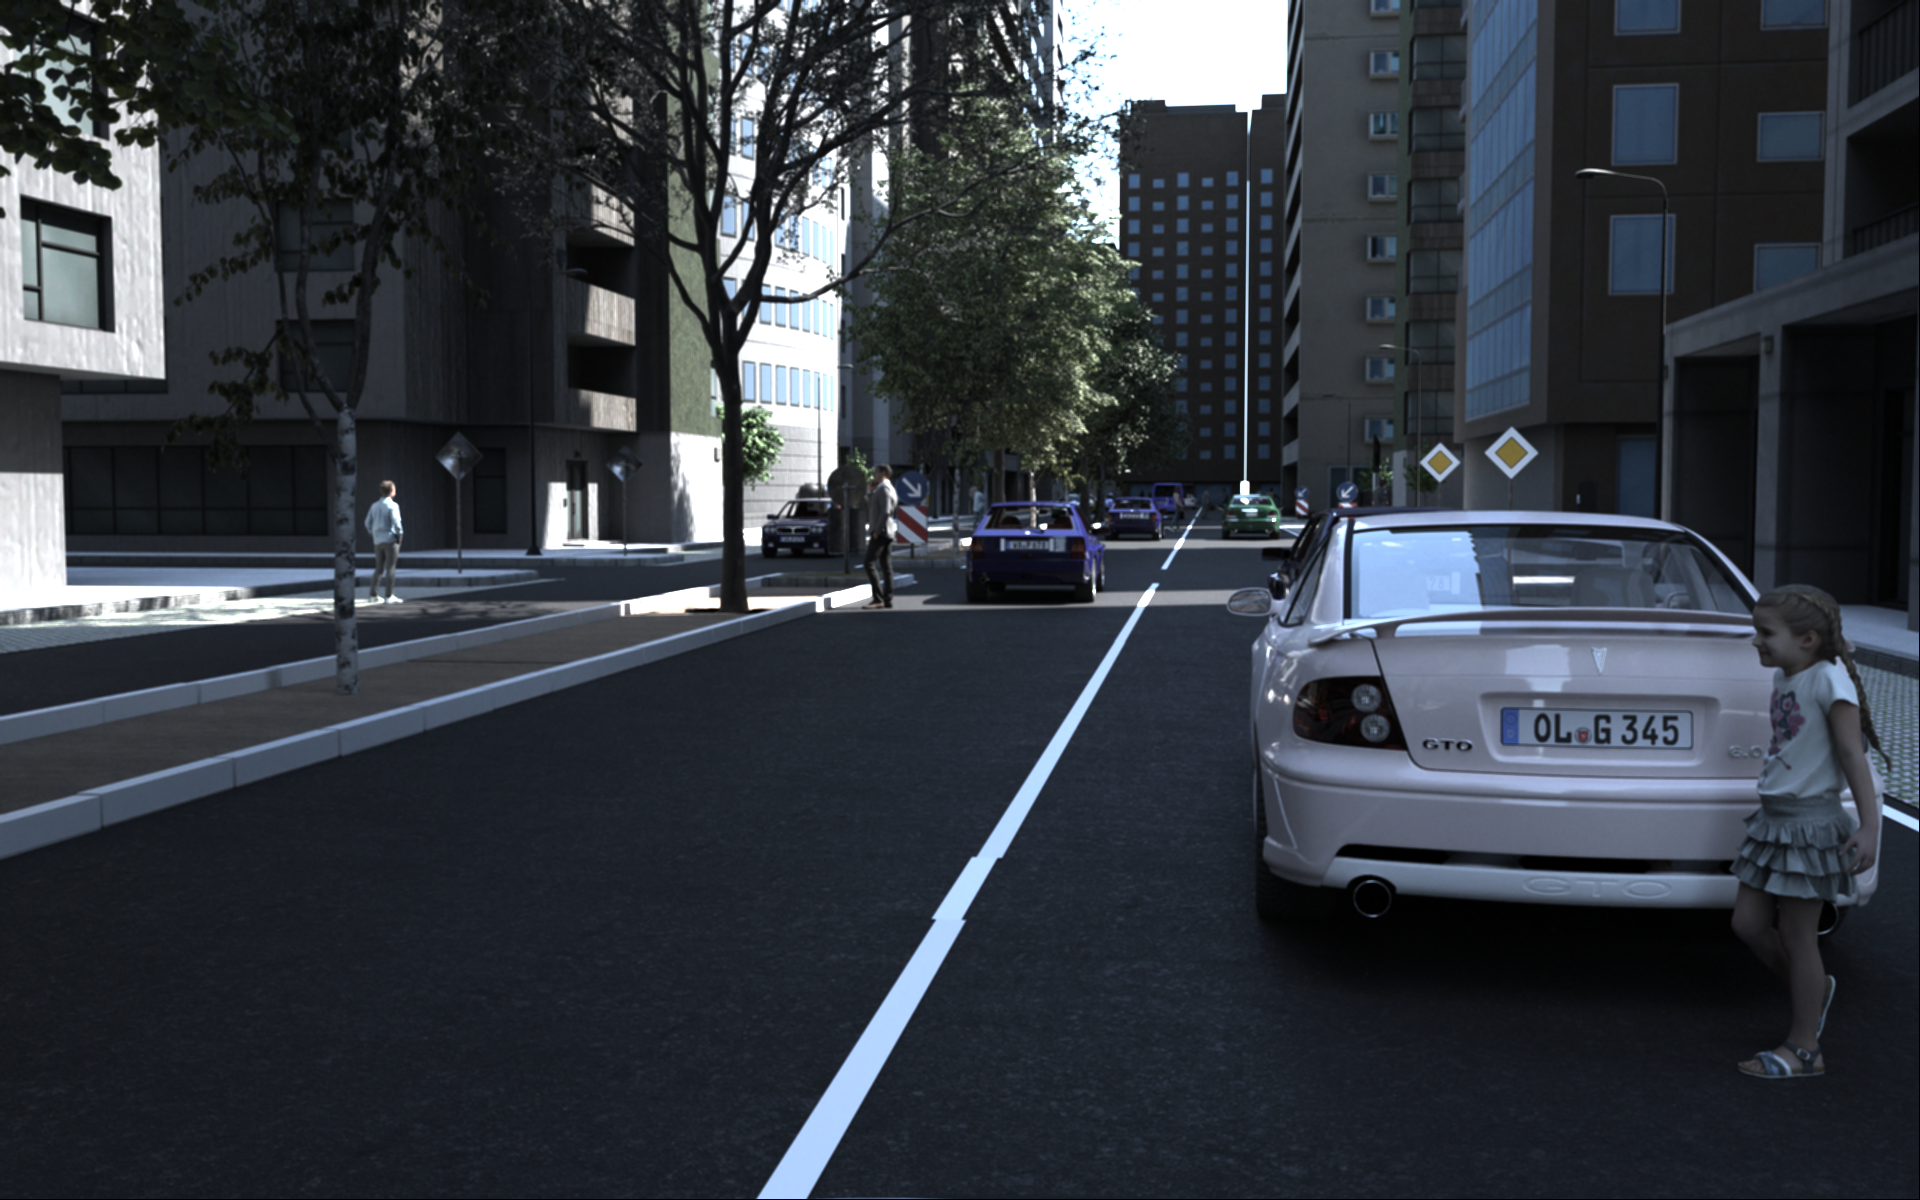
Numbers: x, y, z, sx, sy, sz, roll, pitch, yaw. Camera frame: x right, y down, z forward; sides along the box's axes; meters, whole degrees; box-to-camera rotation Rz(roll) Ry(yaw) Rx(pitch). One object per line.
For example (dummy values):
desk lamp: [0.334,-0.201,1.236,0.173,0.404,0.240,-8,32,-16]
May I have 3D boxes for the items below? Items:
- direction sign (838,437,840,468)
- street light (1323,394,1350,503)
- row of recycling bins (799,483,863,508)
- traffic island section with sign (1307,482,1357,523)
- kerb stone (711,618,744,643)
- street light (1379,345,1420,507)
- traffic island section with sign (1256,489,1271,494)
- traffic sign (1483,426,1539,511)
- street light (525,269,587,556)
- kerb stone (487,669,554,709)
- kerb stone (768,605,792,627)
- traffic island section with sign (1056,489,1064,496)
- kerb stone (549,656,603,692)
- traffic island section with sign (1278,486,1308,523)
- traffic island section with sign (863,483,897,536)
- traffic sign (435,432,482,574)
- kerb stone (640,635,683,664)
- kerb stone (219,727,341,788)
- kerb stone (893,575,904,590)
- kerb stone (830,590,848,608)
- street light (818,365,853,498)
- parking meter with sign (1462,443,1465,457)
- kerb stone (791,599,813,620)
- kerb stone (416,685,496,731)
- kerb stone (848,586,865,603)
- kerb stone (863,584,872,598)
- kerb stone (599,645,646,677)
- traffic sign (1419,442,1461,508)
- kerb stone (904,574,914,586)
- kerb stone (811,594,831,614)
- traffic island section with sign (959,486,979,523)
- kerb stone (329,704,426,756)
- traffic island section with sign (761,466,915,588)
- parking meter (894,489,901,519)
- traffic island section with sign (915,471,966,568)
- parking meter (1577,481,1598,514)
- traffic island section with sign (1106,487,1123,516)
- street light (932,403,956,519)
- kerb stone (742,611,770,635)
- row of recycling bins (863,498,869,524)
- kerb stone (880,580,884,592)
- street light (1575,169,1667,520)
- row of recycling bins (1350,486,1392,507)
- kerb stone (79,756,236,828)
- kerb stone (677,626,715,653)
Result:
direction sign: [-4.821,-4.714,69.066,0.379,3.537,0.876,0,4,-2]
street light: [17.557,-6.611,80.633,1.470,5.913,1.316,1,4,8]
row of recycling bins: [-5.106,-3.620,66.299,1.069,1.692,3.534,2,4,25]
traffic island section with sign: [12.867,-3.040,58.324,1.989,1.847,2.006,1,4,8]
kerb stone: [-2.348,0.315,17.052,0.120,0.150,1.000,1,4,8]
street light: [13.772,-4.994,54.192,1.470,5.913,1.316,1,4,8]
traffic island section with sign: [23.858,-7.697,134.471,1.989,1.847,2.006,1,4,8]
traffic sign: [8.109,-1.339,25.536,0.795,2.450,0.064,1,4,8]
street light: [-8.381,-3.879,35.965,1.470,5.913,1.316,1,4,8]
kerb stone: [-3.077,0.624,11.991,0.120,0.150,1.000,1,4,8]
kerb stone: [-2.052,0.193,19.079,0.120,0.150,1.000,1,4,8]
traffic island section with sign: [7.953,-7.839,136.793,1.989,1.847,2.006,1,4,8]
kerb stone: [-2.927,0.563,13.001,0.120,0.150,1.000,1,4,8]
traffic island section with sign: [16.906,-4.757,86.400,1.989,1.847,2.006,1,4,8]
traffic island section with sign: [-3.106,-3.152,60.156,1.989,1.847,2.006,1,4,8]
traffic sign: [-8.065,-1.483,27.882,0.795,2.450,0.064,1,4,8]
kerb stone: [-2.633,0.439,15.025,0.120,0.150,1.000,1,4,8]
kerb stone: [-3.515,0.812,8.944,0.120,0.150,1.000,1,4,8]
kerb stone: [-1.029,-0.244,26.192,0.120,0.150,1.000,1,4,8]
kerb stone: [-1.622,0.005,22.117,0.120,0.150,1.000,1,4,8]
street light: [-4.548,-5.503,62.516,1.470,5.913,1.316,1,4,8]
parking meter with sign: [16.968,-3.645,55.864,0.543,3.016,1.738,-1,4,-23]
kerb stone: [-1.908,0.129,20.093,0.120,0.150,1.000,1,4,8]
kerb stone: [-3.218,0.686,10.974,0.120,0.150,1.000,1,4,8]
kerb stone: [-1.462,-0.052,23.127,0.120,0.150,1.000,1,4,8]
kerb stone: [-1.317,-0.120,24.150,0.120,0.150,1.000,1,4,8]
kerb stone: [-2.783,0.505,14.014,0.120,0.150,1.000,1,4,8]
traffic sign: [9.250,-1.822,33.439,0.795,2.450,0.064,1,4,8]
kerb stone: [-0.871,-0.303,27.206,0.120,0.150,1.000,1,4,8]
kerb stone: [-1.765,0.067,21.105,0.120,0.150,1.000,1,4,8]
traffic island section with sign: [0.764,-4.795,87.025,1.989,1.847,2.006,1,4,8]
kerb stone: [-3.364,0.749,9.954,0.120,0.150,1.000,1,4,8]
traffic island section with sign: [-1.913,-1.172,27.296,2.006,1.907,1.989,1,4,8]
parking meter: [-3.223,-4.930,89.023,0.372,1.533,0.369,0,3,0]
traffic island section with sign: [-0.845,-1.620,34.626,2.006,1.907,1.989,1,4,8]
parking meter: [12.130,-1.536,33.522,0.372,1.533,0.369,0,3,0]
traffic island section with sign: [9.877,-6.169,108.998,2.006,1.907,1.989,1,4,8]
street light: [-0.737,-7.122,88.984,1.470,5.913,1.316,1,4,8]
kerb stone: [-2.197,0.253,18.067,0.120,0.150,1.000,1,4,8]
row of recycling bins: [-3.955,-4.260,76.769,1.069,1.692,3.534,1,4,11]
kerb stone: [-1.171,-0.179,25.170,0.120,0.150,1.000,1,4,8]
street light: [9.502,-3.201,24.883,1.470,5.913,1.316,1,4,8]
row of recycling bins: [20.424,-4.701,83.973,3.534,1.692,1.069,2,4,35]
kerb stone: [-3.663,0.874,7.928,0.120,0.150,1.000,1,4,8]
kerb stone: [-2.492,0.377,16.037,0.120,0.150,1.000,1,4,8]
